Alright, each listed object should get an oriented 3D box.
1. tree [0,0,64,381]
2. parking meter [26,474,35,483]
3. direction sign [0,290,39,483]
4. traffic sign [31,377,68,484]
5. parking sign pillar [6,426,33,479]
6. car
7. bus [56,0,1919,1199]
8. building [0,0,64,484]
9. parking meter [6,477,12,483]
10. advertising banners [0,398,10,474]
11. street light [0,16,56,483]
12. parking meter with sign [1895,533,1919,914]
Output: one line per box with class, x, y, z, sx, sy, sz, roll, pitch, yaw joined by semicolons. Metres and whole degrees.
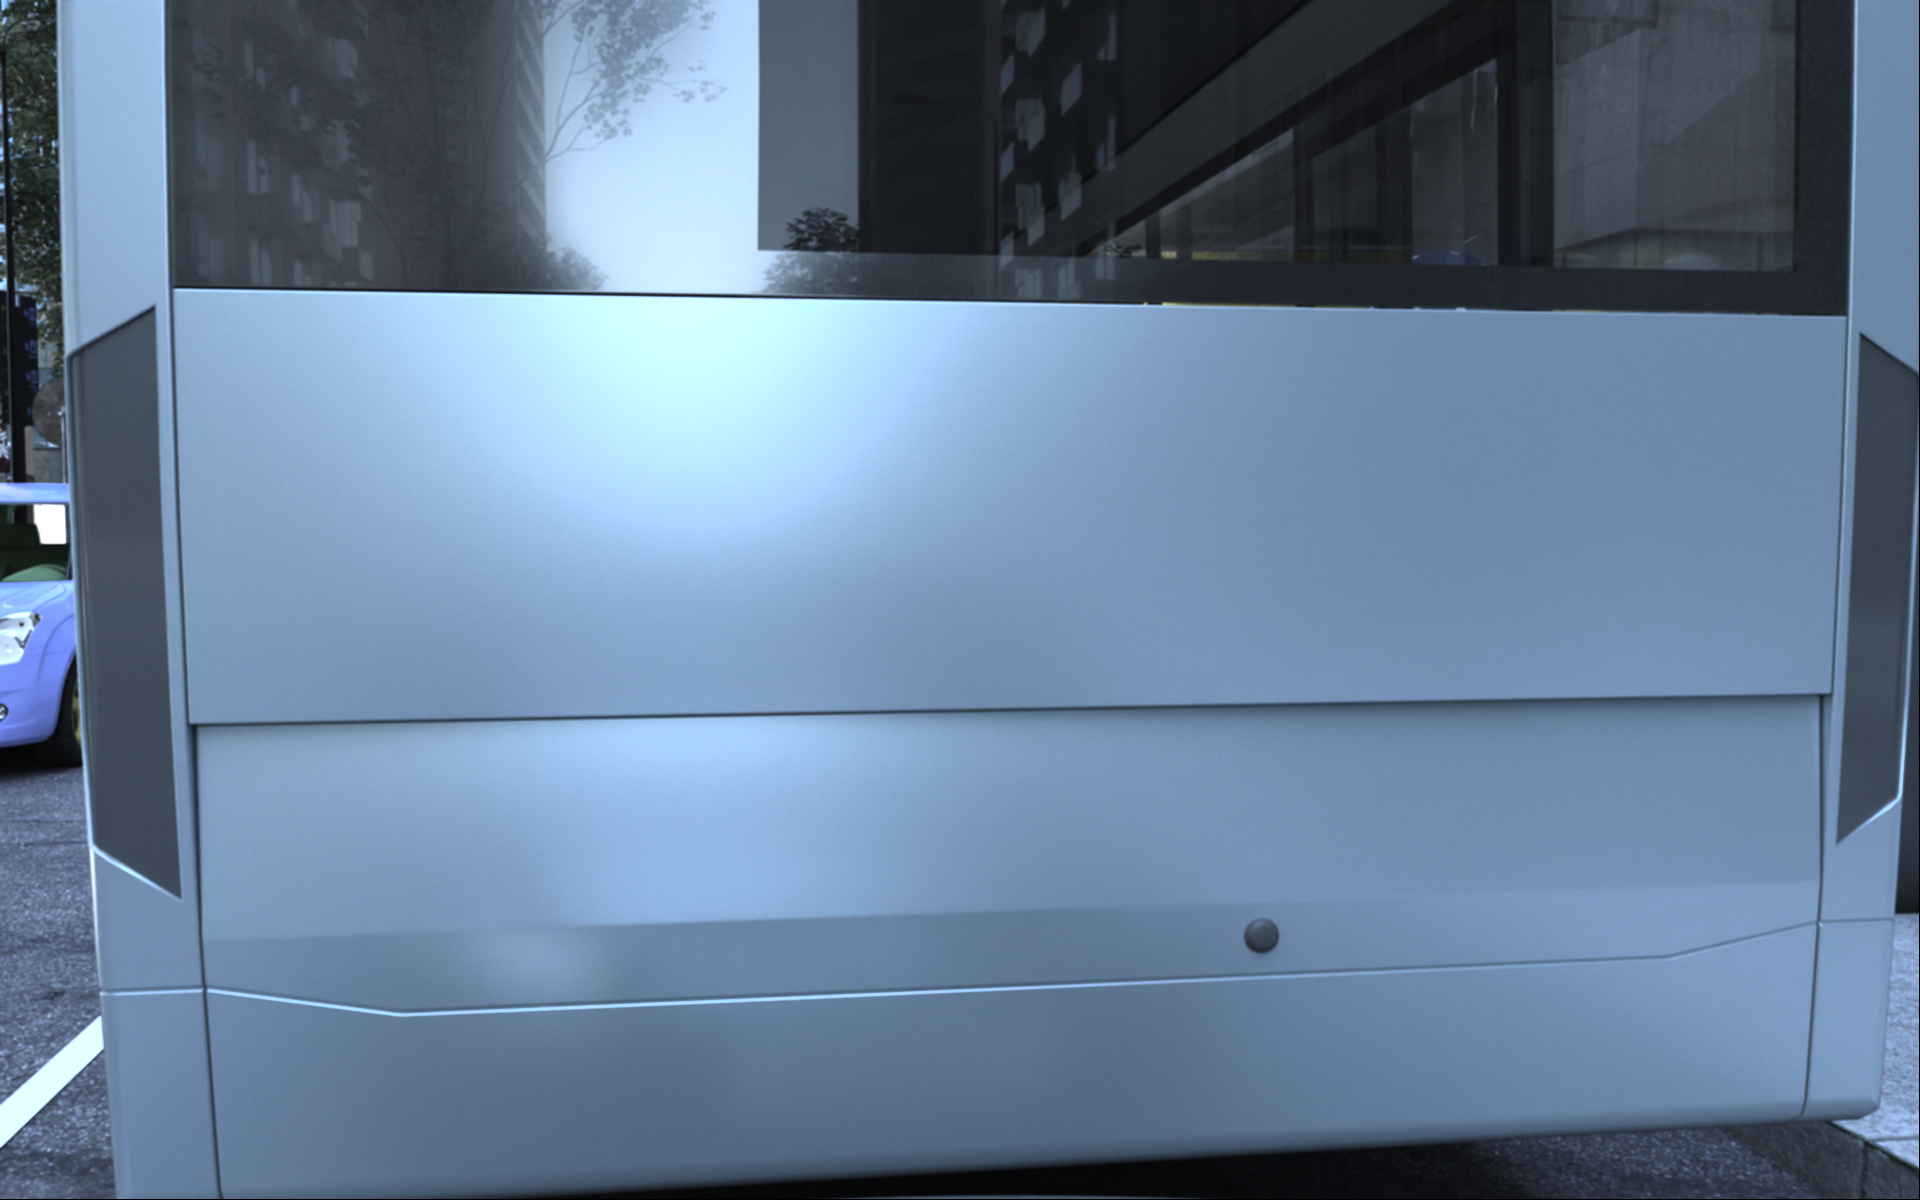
tree;-12.386;-7.540;29.941;9.857;13.997;8.962;0;3;0
parking meter;-24.877;-2.477;46.212;0.399;1.863;0.255;-3;5;-41
direction sign;-10.675;-1.695;19.709;0.379;3.537;0.876;0;4;-4
traffic sign;-9.732;-1.149;18.894;0.768;2.556;0.104;0;4;-2
parking sign pillar;-35.587;-4.715;65.569;1.447;3.967;1.447;0;4;-1
car;-5.592;-0.032;10.109;1.945;1.707;3.694;-1;4;-8
bus;-0.838;-0.856;8.863;2.948;3.499;13.247;-1;4;-9
building;-37.358;-47.216;84.655;22.319;86.520;31.000;-1;4;-9
parking meter;-31.453;-3.168;57.505;0.255;1.863;0.399;0;4;-6
advertising banners;-12.598;-1.586;22.124;0.090;3.025;2.074;0;4;-2
street light;-8.513;-2.695;16.605;1.470;5.913;1.316;-1;4;-9
parking meter with sign;2.986;-0.568;5.547;0.543;3.016;1.738;0;4;-2
